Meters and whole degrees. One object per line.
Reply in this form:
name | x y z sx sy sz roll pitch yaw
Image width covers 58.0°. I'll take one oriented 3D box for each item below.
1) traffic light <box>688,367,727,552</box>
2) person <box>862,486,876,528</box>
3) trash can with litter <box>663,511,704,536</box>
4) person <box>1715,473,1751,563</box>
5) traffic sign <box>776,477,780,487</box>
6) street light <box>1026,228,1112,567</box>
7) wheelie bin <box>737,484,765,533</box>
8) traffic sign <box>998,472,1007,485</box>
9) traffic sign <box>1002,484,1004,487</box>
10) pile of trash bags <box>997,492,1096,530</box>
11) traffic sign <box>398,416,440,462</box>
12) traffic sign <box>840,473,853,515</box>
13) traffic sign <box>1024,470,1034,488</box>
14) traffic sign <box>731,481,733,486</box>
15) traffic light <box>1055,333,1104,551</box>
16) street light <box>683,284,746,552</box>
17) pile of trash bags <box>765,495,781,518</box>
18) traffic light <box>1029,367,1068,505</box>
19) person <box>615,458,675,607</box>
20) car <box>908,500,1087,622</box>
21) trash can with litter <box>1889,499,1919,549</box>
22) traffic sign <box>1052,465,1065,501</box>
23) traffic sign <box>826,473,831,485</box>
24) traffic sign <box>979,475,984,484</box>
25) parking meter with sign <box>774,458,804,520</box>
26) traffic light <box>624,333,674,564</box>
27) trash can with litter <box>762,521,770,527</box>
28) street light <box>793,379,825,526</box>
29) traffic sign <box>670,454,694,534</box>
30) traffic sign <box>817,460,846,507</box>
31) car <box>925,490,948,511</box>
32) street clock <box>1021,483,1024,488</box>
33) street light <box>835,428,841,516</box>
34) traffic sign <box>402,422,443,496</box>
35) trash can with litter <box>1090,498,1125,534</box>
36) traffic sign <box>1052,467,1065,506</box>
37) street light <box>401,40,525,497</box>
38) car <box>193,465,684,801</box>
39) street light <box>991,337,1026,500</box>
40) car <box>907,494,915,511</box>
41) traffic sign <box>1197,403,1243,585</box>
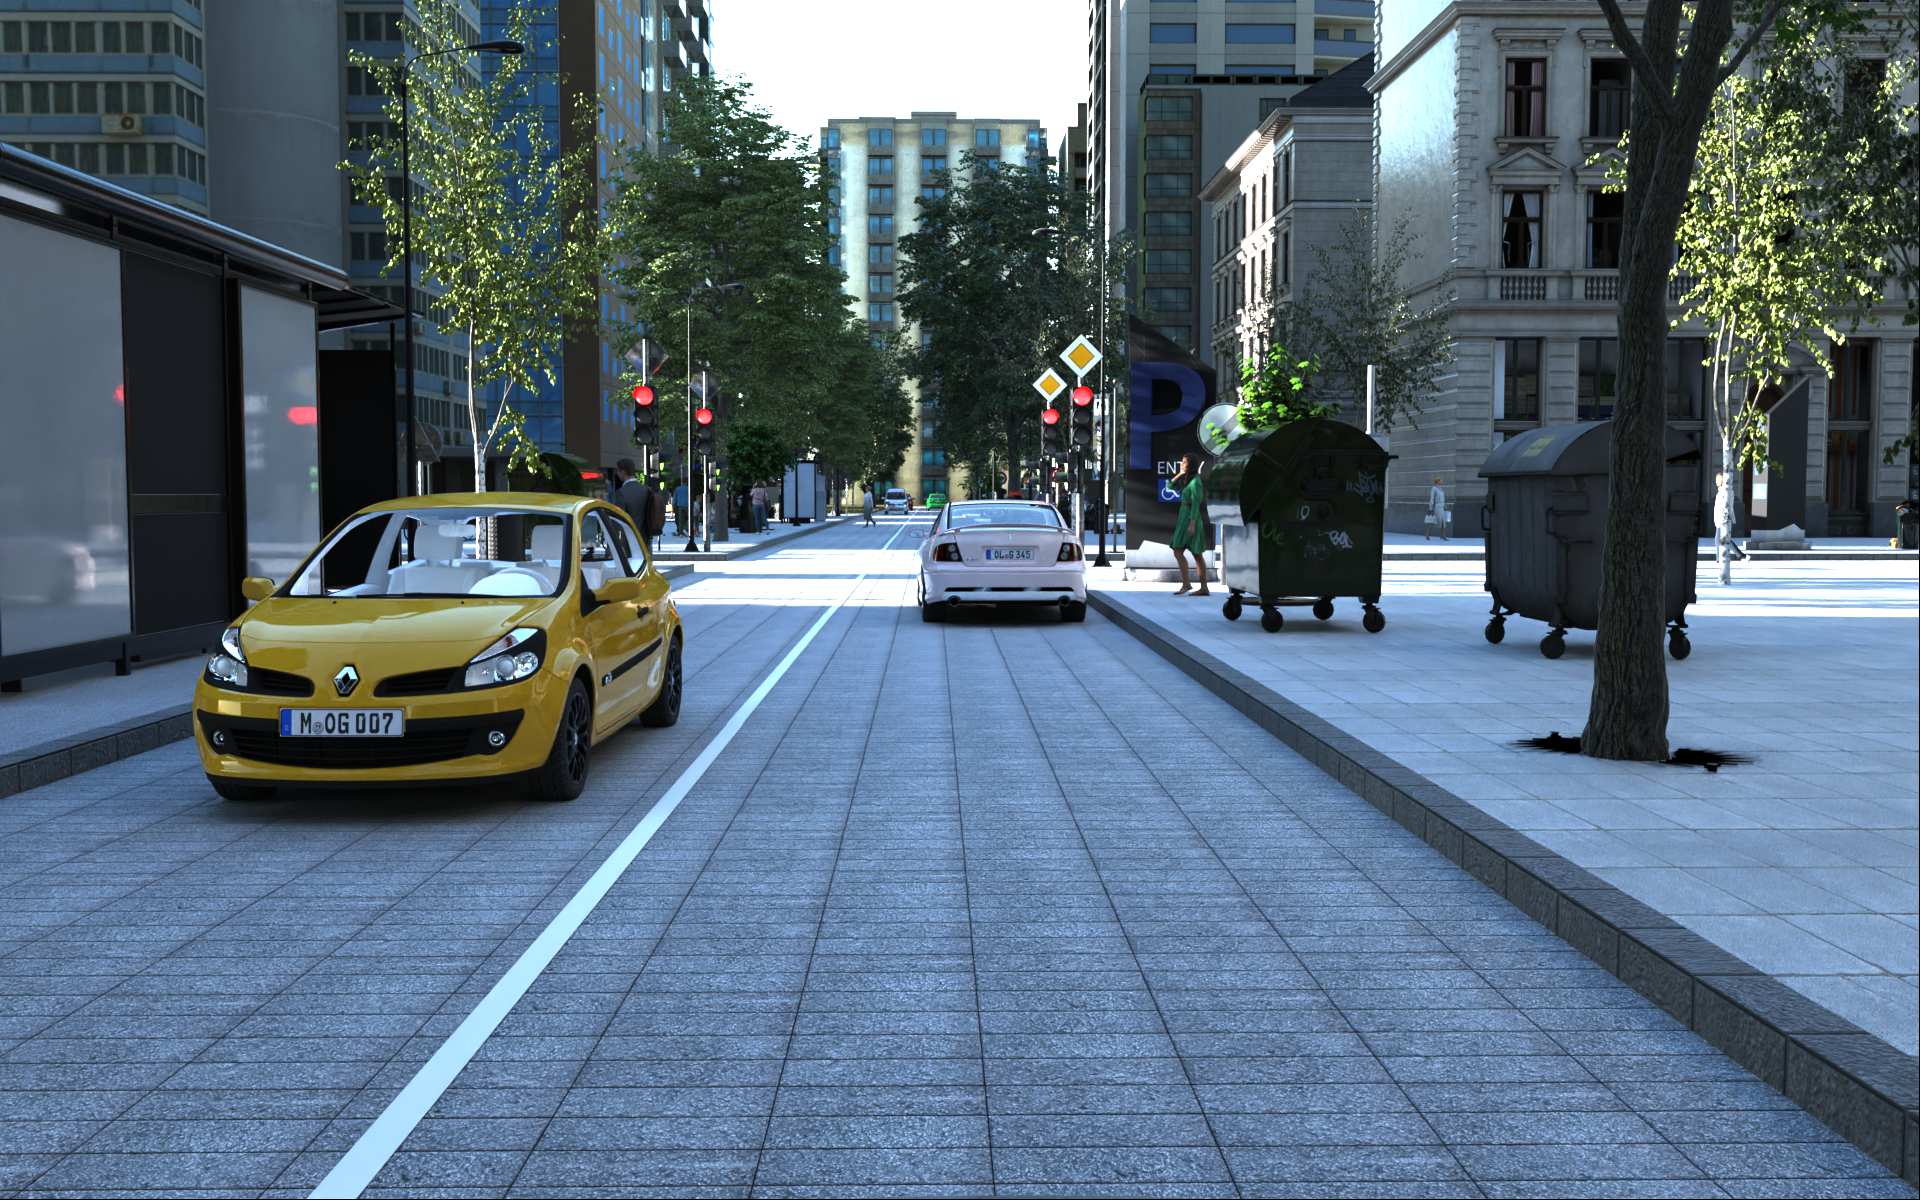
traffic light | -5.590 -3.020 38.305 0.839 4.253 0.868 0 4 -1
person | -3.885 -4.009 74.281 0.641 1.798 0.478 -1 4 -17
trash can with litter | -8.286 -2.581 53.262 1.678 1.210 2.233 0 4 -7
person | 14.736 -1.519 33.182 0.795 1.843 0.661 1 4 22
traffic sign | -10.759 -6.230 103.992 0.606 2.300 0.079 0 4 7
street light | 1.971 -3.542 30.447 1.470 5.913 1.316 0 4 -1
wheelie bin | -6.823 -3.001 56.973 0.980 1.594 0.693 -3 4 -36
traffic sign | 2.309 -6.019 98.524 0.768 2.556 0.104 1 4 8
traffic sign | 2.464 -6.457 107.694 0.606 2.300 0.079 0 4 5
pile of trash bags | 3.285 -3.167 61.532 3.447 1.369 1.912 -1 4 -18
traffic sign | -9.039 -1.756 28.708 0.884 2.594 0.081 1 4 8
traffic sign | -6.821 -6.367 104.201 0.768 2.556 0.104 0 4 1
traffic sign | 3.805 -5.562 90.937 0.884 2.594 0.081 0 4 2
traffic sign | -9.716 -4.501 73.588 0.884 2.594 0.081 0 3 0
traffic light | 2.103 -2.541 30.462 0.839 4.253 0.868 0 4 -1
street light | -5.434 -4.027 38.387 1.470 5.913 1.316 0 4 -1
pile of trash bags | -9.779 -5.067 92.592 1.912 1.369 3.447 0 4 8
traffic light | 1.970 -3.029 38.446 0.839 4.253 0.868 0 4 -1
person | -3.615 -0.662 19.282 0.822 1.834 0.622 1 4 23
car | 0.429 -0.517 20.810 2.083 1.381 4.827 0 4 -3
trash can with litter | 22.053 -1.781 40.513 0.624 1.170 1.055 0 4 6
traffic sign | 4.477 -4.717 77.122 0.884 2.594 0.081 0 4 6
traffic sign | -8.005 -6.261 102.465 0.768 2.556 0.104 0 4 5
traffic sign | 1.625 -6.758 110.599 0.768 2.556 0.104 0 4 3
parking meter with sign | -8.362 -5.388 84.357 1.738 3.016 0.543 3 5 43
traffic light | -5.457 -2.532 30.321 0.839 4.253 0.868 0 4 -1
trash can with litter | -8.015 -3.493 68.491 1.055 1.170 0.624 2 4 27
street light | -5.998 -5.912 69.206 1.470 5.913 1.316 0 4 -1
traffic sign | -8.792 -3.349 54.869 0.768 2.556 0.104 0 4 3
traffic sign | -7.985 -6.764 104.467 2.265 3.308 0.079 0 4 7
car | -1.945 -8.436 146.718 1.959 1.807 4.718 0 4 -2
street clock | 3.746 -6.355 108.466 0.471 2.002 0.358 1 4 16
street light | -6.516 -7.797 100.025 1.470 5.913 1.316 0 4 -1
traffic sign | -9.579 -1.878 30.817 0.768 2.556 0.104 0 4 5
trash can with litter | 4.743 -2.711 55.714 1.055 1.170 0.624 -1 4 -14
traffic sign | 4.717 -5.073 83.053 0.768 2.556 0.104 1 4 8
street light | -5.148 -2.773 17.874 1.470 5.913 1.316 0 4 -1
car | -2.611 0.055 9.320 2.015 1.641 3.980 0 4 1
street light | 1.560 -4.829 51.497 1.470 5.913 1.316 0 4 -1
car | -4.968 -8.611 149.830 2.155 1.783 4.494 0 4 -2
traffic sign | 3.701 -1.478 24.272 0.768 2.556 0.104 0 4 2
